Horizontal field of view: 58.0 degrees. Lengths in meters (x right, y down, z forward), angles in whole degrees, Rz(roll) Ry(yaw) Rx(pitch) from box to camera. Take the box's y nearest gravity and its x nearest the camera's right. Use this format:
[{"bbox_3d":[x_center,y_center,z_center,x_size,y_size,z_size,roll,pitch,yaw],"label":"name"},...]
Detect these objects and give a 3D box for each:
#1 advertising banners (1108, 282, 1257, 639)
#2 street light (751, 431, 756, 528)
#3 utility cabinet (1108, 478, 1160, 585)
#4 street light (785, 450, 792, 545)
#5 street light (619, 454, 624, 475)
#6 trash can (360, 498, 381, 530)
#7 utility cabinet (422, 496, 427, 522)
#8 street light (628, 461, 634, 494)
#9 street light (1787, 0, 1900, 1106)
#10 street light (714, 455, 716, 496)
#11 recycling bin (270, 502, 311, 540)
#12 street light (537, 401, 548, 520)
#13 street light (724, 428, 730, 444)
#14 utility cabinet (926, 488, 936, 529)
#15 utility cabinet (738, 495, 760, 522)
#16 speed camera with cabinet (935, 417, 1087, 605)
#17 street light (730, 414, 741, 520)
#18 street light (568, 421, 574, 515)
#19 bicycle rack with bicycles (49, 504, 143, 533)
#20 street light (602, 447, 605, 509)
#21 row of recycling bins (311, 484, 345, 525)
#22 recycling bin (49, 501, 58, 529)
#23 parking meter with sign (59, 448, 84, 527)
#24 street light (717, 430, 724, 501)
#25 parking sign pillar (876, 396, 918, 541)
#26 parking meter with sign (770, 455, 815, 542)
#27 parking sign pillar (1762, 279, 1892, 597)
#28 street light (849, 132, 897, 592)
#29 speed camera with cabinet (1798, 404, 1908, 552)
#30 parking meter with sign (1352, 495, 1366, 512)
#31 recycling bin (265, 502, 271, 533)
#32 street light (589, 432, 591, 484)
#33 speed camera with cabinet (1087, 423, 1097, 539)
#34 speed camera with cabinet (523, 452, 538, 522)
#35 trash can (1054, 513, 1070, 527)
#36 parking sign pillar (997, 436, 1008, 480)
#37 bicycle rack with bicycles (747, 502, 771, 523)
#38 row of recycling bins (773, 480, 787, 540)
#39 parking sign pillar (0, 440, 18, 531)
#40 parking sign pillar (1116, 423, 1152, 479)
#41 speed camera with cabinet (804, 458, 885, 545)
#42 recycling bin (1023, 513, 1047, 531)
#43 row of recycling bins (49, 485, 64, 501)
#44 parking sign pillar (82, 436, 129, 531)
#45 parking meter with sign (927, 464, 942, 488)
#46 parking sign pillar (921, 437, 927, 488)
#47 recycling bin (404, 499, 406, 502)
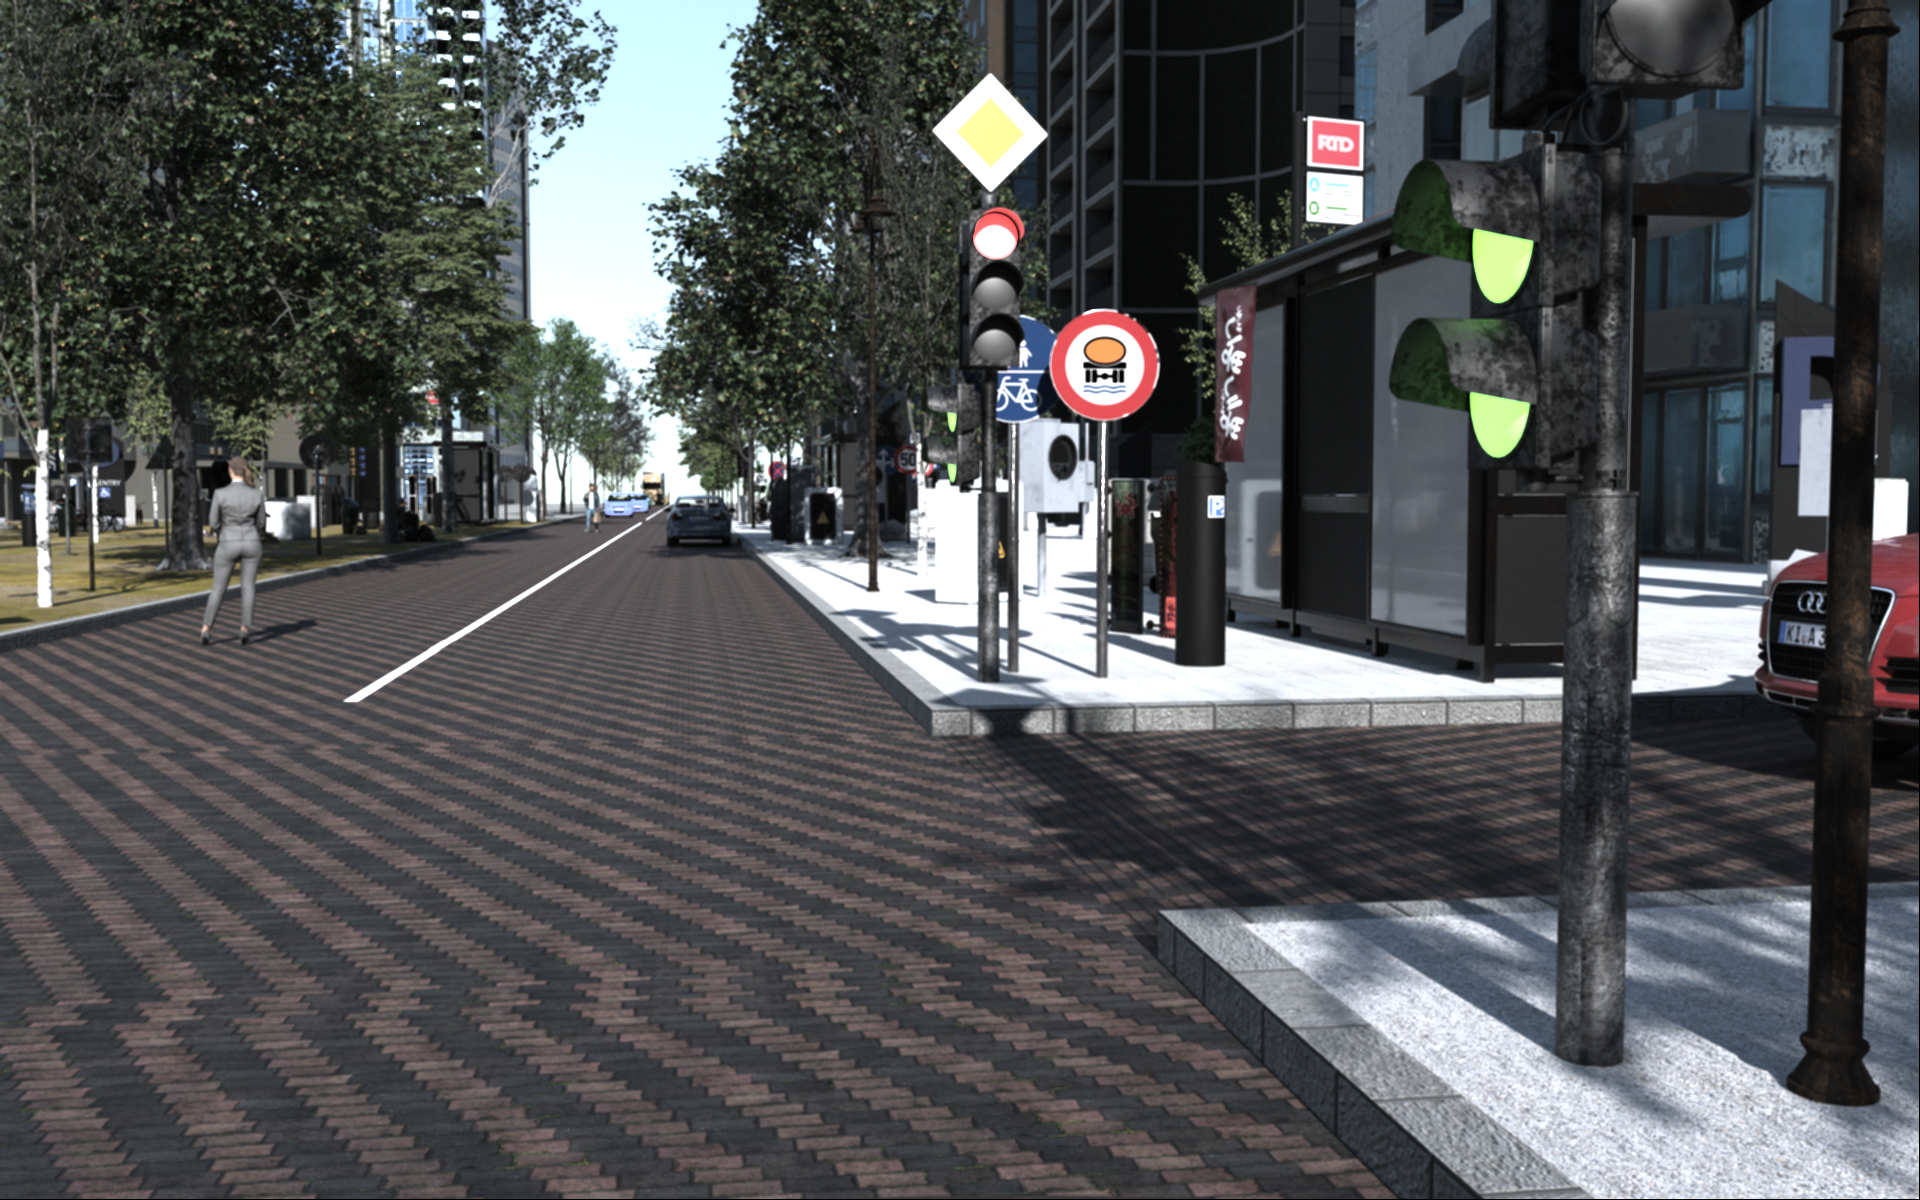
[{"bbox_3d":[1.913,-1.167,15.275,0.090,3.025,2.074,-2,4,-31],"label":"advertising banners"},{"bbox_3d":[-7.741,-5.624,64.745,0.468,5.910,1.993,-1,4,-9],"label":"street light"},{"bbox_3d":[2.618,-0.954,24.279,1.173,1.500,0.318,2,4,28],"label":"utility cabinet"},{"bbox_3d":[-4.336,-4.339,43.726,0.468,5.910,1.993,-1,4,-9],"label":"street light"},{"bbox_3d":[-36.946,-13.239,189.243,0.468,5.910,1.993,-1,4,-9],"label":"street light"},{"bbox_3d":[-21.324,-3.122,62.695,0.748,1.137,0.748,0,3,0],"label":"trash can"},{"bbox_3d":[-24.681,-4.250,80.657,0.306,1.237,1.020,0,4,8],"label":"utility cabinet"},{"bbox_3d":[-40.342,-14.575,211.090,0.468,5.910,1.993,-1,4,-9],"label":"street light"},{"bbox_3d":[1.873,-1.881,3.537,0.468,5.910,1.993,-1,4,-9],"label":"street light"},{"bbox_3d":[-19.511,-10.223,139.936,0.468,5.910,1.993,-1,4,-9],"label":"street light"},{"bbox_3d":[-18.815,-2.218,48.821,0.722,1.027,0.722,2,4,24],"label":"recycling bin"},{"bbox_3d":[-20.764,-6.935,86.168,0.468,5.910,1.993,-1,4,-9],"label":"street light"},{"bbox_3d":[-12.868,-7.628,97.500,0.468,5.910,1.993,-1,4,-9],"label":"street light"},{"bbox_3d":[-0.785,-3.329,63.104,1.173,1.500,0.318,-1,4,-15],"label":"utility cabinet"},{"bbox_3d":[-9.718,-4.194,79.736,1.020,1.237,0.306,2,4,29],"label":"utility cabinet"},{"bbox_3d":[0.591,-1.614,20.722,0.660,3.252,2.038,3,5,42],"label":"speed camera with cabinet"},{"bbox_3d":[-10.995,-6.905,85.683,0.468,5.910,1.993,-1,4,-9],"label":"street light"},{"bbox_3d":[-24.151,-8.236,107.445,0.468,5.910,1.993,-1,4,-9],"label":"street light"},{"bbox_3d":[-29.036,-2.681,57.223,2.852,0.926,2.925,2,4,35],"label":"bicycle rack with bicycles"},{"bbox_3d":[-30.783,-10.814,149.590,0.468,5.910,1.993,-1,4,-9],"label":"street light"},{"bbox_3d":[-26.533,-4.023,72.883,1.069,1.692,3.534,-1,4,-9],"label":"row of recycling bins"},{"bbox_3d":[-34.000,-3.163,64.272,0.722,1.027,0.722,1,4,16],"label":"recycling bin"},{"bbox_3d":[-34.059,-4.325,66.979,0.543,3.016,1.738,0,4,7],"label":"parking meter with sign"},{"bbox_3d":[-16.289,-8.942,118.992,0.468,5.910,1.993,-1,4,-9],"label":"street light"},{"bbox_3d":[-2.147,-3.613,47.546,1.447,3.967,1.447,-2,4,-24],"label":"parking sign pillar"},{"bbox_3d":[-4.238,-3.055,46.204,1.738,3.016,0.543,1,4,14],"label":"parking meter with sign"},{"bbox_3d":[10.810,-2.021,21.518,1.447,3.967,1.447,1,4,20],"label":"parking sign pillar"},{"bbox_3d":[-1.144,-3.049,22.645,0.468,5.910,1.993,-1,4,-9],"label":"street light"},{"bbox_3d":[9.500,-1.471,18.388,0.660,3.252,2.038,3,5,42],"label":"speed camera with cabinet"},{"bbox_3d":[8.504,-2.542,37.815,1.738,3.016,0.543,0,4,-5],"label":"parking meter with sign"},{"bbox_3d":[-22.599,-2.739,57.344,0.722,1.027,0.722,0,4,-8],"label":"recycling bin"},{"bbox_3d":[-27.491,-9.533,128.658,0.468,5.910,1.993,-1,4,-9],"label":"street light"},{"bbox_3d":[3.715,-3.330,48.775,0.660,3.252,2.038,2,4,31],"label":"speed camera with cabinet"},{"bbox_3d":[-19.811,-5.234,79.907,0.660,3.252,2.038,-1,4,-12],"label":"speed camera with cabinet"},{"bbox_3d":[4.018,-3.449,68.038,0.748,1.137,0.748,0,3,0],"label":"trash can"},{"bbox_3d":[1.776,-4.711,65.497,1.447,3.967,1.447,2,4,34],"label":"parking sign pillar"},{"bbox_3d":[-8.357,-3.892,77.012,2.852,0.926,2.925,3,5,39],"label":"bicycle rack with bicycles"},{"bbox_3d":[-4.888,-2.606,49.713,1.069,1.692,3.534,0,4,-8],"label":"row of recycling bins"},{"bbox_3d":[-34.091,-4.440,61.066,1.447,3.967,1.447,-3,5,-41],"label":"parking sign pillar"},{"bbox_3d":[6.565,-4.712,65.518,1.447,3.967,1.447,-1,4,-11],"label":"parking sign pillar"},{"bbox_3d":[-2.941,-3.045,44.116,2.038,3.252,0.660,0,4,-6],"label":"speed camera with cabinet"},{"bbox_3d":[2.569,-2.906,60.073,0.722,1.027,0.722,-1,4,-21],"label":"recycling bin"},{"bbox_3d":[-41.099,-4.446,79.810,1.069,1.692,3.534,2,4,31],"label":"row of recycling bins"},{"bbox_3d":[-29.761,-4.387,60.205,1.447,3.967,1.447,-2,4,-28],"label":"parking sign pillar"},{"bbox_3d":[-1.712,-5.213,81.493,1.738,3.016,0.543,-3,4,-38],"label":"parking meter with sign"},{"bbox_3d":[-2.160,-5.519,78.700,1.447,3.967,1.447,1,4,21],"label":"parking sign pillar"},{"bbox_3d":[-26.581,-4.220,81.545,0.722,1.027,0.722,1,4,20],"label":"recycling bin"}]
